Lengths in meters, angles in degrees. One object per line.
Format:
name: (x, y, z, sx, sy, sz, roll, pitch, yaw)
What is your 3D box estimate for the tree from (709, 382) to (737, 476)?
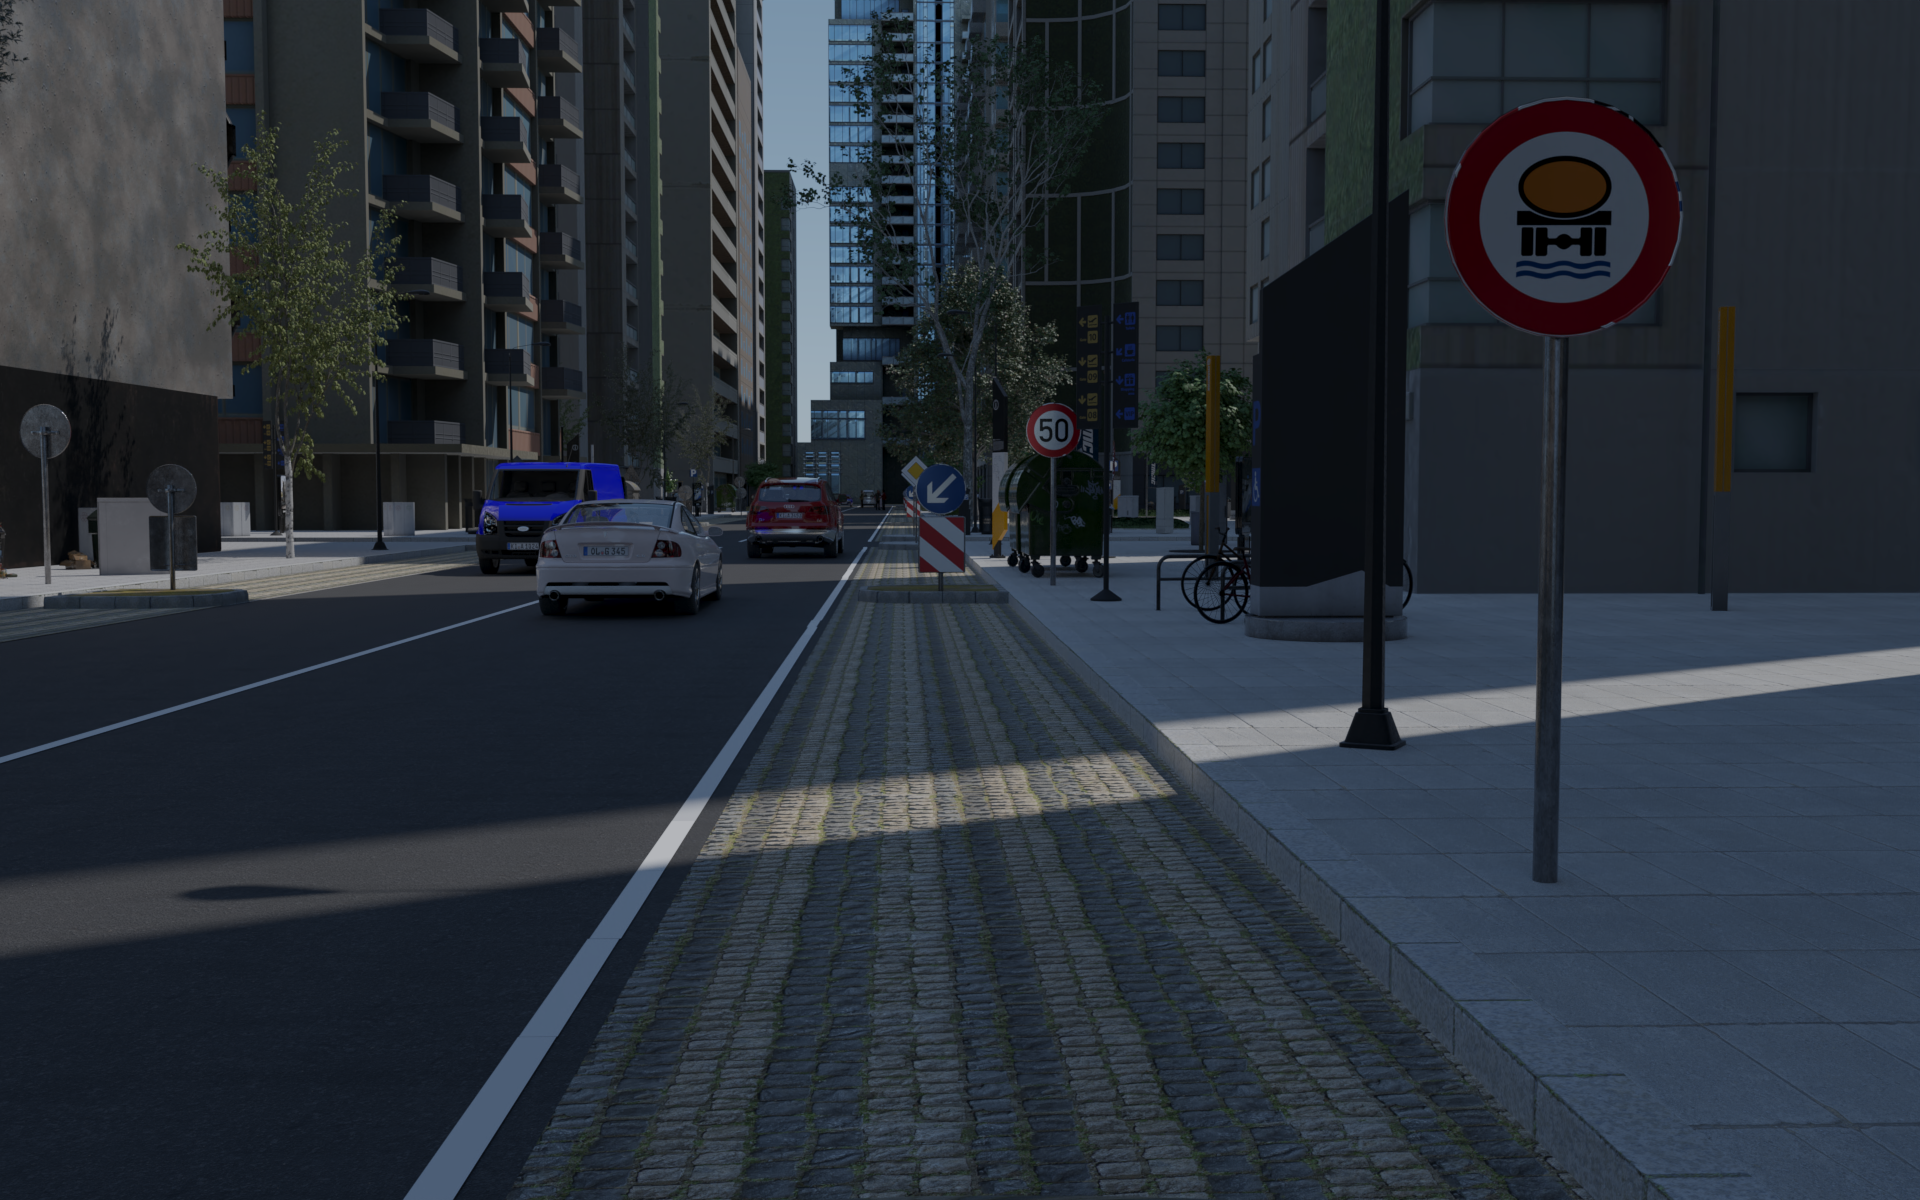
tree: (-16.786, -9.963, 113.257, 4.360, 8.622, 3.978, 0, 3, 0)

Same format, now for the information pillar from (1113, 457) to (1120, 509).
information pillar: (9.341, -6.866, 103.607, 0.504, 3.616, 0.183, -1, 4, -11)

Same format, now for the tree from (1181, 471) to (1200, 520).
tree: (11.546, -5.491, 84.387, 1.663, 3.219, 1.824, 0, 3, 0)

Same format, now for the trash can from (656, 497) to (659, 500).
trash can: (-17.478, -5.486, 101.349, 0.748, 1.137, 0.748, 0, 3, 0)

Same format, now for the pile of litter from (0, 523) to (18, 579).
pile of litter: (-15.145, -0.771, 26.576, 1.176, 0.858, 1.719, -2, 4, -29)

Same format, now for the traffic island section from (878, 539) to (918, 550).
traffic island section: (-1.124, -1.413, 45.376, 2.009, 0.180, 2.903, 0, 4, -2)

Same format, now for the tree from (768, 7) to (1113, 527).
tree: (-0.701, -13.006, 68.531, 12.611, 20.169, 13.585, 0, 3, 0)

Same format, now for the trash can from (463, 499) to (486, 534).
trash can: (-15.468, -2.665, 55.231, 0.748, 1.137, 0.748, 0, 3, 0)

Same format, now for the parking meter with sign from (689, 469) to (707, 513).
parking meter with sign: (-18.082, -7.566, 119.968, 0.543, 3.016, 1.738, -3, 4, -36)

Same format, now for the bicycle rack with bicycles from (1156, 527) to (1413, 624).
bicycle rack with bicycles: (3.448, -0.304, 18.354, 2.925, 0.926, 2.852, -1, 4, -14)

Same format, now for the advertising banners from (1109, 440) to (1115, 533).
advertising banners: (4.968, -3.723, 57.057, 0.090, 3.025, 2.074, 0, 4, -1)

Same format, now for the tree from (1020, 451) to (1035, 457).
tree: (2.187, -2.888, 41.814, 1.663, 3.219, 1.824, 0, 3, 0)

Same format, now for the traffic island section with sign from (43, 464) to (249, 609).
traffic island section with sign: (-10.412, -0.845, 22.438, 1.989, 1.847, 2.006, 0, 4, -2)

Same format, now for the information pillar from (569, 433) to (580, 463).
information pillar: (-14.859, -4.605, 66.646, 0.504, 3.616, 0.183, 0, 4, -6)

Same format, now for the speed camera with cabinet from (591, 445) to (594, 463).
speed camera with cabinet: (-14.414, -4.564, 68.955, 0.660, 3.252, 2.038, -1, 4, -14)

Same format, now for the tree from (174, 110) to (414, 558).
tree: (-13.147, -5.140, 34.397, 4.737, 8.622, 4.395, 0, 3, 0)

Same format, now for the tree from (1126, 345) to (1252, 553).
tree: (5.386, -3.330, 38.163, 4.285, 4.588, 4.351, 0, 3, 0)

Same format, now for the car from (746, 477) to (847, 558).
car: (-3.795, -1.940, 40.400, 2.281, 1.827, 5.304, 0, 4, -1)

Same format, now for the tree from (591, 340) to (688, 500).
tree: (-15.428, -8.082, 82.498, 4.360, 8.622, 3.978, 0, 3, 0)

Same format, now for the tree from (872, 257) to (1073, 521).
tree: (0.644, -10.198, 83.748, 9.611, 12.733, 9.660, 0, 3, 0)

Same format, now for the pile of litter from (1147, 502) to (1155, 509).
pile of litter: (11.073, -5.287, 100.400, 1.719, 0.858, 1.176, 1, 4, 18)

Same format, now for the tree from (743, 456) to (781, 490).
tree: (-16.990, -10.090, 148.685, 4.285, 4.588, 4.351, 0, 3, 0)

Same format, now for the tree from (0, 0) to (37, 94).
tree: (-13.491, -6.348, 14.165, 12.009, 13.543, 11.850, 0, 3, 0)

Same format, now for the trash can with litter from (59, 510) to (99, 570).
trash can with litter: (-14.802, -1.118, 29.668, 0.624, 1.170, 1.055, 2, 4, 32)

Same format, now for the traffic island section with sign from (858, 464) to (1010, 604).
traffic island section with sign: (-0.379, -0.907, 23.454, 1.989, 1.847, 2.006, 0, 4, -2)

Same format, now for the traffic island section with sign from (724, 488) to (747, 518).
traffic island section with sign: (-13.229, -5.893, 104.982, 1.989, 1.847, 2.006, 0, 4, -2)

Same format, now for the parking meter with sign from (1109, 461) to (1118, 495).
parking meter with sign: (7.659, -5.804, 91.148, 0.543, 3.016, 1.738, -1, 4, -23)

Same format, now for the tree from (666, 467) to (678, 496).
tree: (-20.460, -7.749, 121.296, 1.663, 3.219, 1.824, 0, 3, 0)

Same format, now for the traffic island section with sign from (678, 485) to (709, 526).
traffic island section with sign: (-12.299, -4.219, 77.609, 1.989, 1.847, 2.006, 0, 4, -2)

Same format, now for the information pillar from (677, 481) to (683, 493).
information pillar: (-16.196, -5.864, 100.370, 0.304, 2.012, 0.304, 0, 4, 1)

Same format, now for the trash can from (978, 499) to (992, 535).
trash can: (0.901, -2.647, 54.932, 0.748, 1.137, 0.748, 0, 3, 0)

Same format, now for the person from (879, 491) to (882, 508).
person: (-8.100, -10.102, 174.340, 0.551, 1.740, 0.621, -1, 4, -21)

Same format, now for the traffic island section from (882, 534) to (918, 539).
traffic island section: (-1.396, -1.901, 53.356, 2.009, 0.180, 2.903, 0, 4, -2)

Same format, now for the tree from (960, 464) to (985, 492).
tree: (0.611, -6.087, 94.122, 1.663, 3.219, 1.824, 0, 3, 0)

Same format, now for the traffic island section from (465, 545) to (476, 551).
traffic island section: (-11.510, -1.391, 45.029, 2.009, 0.180, 2.903, 0, 4, -2)

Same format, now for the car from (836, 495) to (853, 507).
car: (-12.941, -11.135, 194.635, 1.945, 1.354, 3.894, 0, 4, -2)

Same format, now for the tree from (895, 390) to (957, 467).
tree: (-1.687, -12.312, 135.715, 7.601, 10.594, 8.767, 1, 4, 17)

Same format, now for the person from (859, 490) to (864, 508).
person: (-10.209, -10.476, 179.877, 0.705, 1.812, 1.348, 1, 4, 10)

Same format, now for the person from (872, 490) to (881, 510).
person: (-7.298, -8.915, 154.390, 1.348, 1.807, 0.705, -2, 4, -29)

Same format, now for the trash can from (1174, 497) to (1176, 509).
trash can: (12.408, -5.528, 102.034, 0.748, 1.137, 0.748, 0, 3, 0)

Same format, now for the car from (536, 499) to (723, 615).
car: (-4.095, -0.584, 21.903, 2.083, 1.381, 4.827, 0, 4, -2)

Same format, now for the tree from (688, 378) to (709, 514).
tree: (-16.274, -8.758, 93.557, 4.360, 8.622, 3.978, 0, 3, 0)

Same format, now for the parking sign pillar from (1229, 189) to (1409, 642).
parking sign pillar: (3.306, -1.657, 15.564, 1.447, 3.967, 1.447, 0, 4, -2)

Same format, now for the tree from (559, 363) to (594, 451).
tree: (-22.123, -8.713, 92.820, 4.737, 8.622, 4.395, 0, 3, 0)

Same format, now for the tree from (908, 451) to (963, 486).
tree: (-1.364, -7.745, 110.350, 4.285, 4.588, 4.351, 0, 3, 0)

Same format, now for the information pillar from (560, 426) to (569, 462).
information pillar: (-13.814, -4.208, 60.150, 0.183, 3.616, 0.504, -1, 4, -17)

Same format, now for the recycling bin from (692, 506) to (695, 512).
recycling bin: (-18.422, -6.693, 121.984, 0.722, 1.027, 0.722, -1, 4, -22)

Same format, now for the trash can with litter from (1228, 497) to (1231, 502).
trash can with litter: (14.914, -5.088, 94.572, 1.055, 1.170, 0.624, 0, 4, 0)

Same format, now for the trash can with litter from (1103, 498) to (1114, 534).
trash can with litter: (4.334, -2.670, 55.036, 1.055, 1.170, 0.624, -1, 4, -12)

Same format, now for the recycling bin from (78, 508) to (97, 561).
recycling bin: (-15.766, -1.192, 32.051, 0.722, 1.027, 0.722, 1, 4, 16)

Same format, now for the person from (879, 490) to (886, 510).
person: (-6.725, -8.740, 151.357, 0.705, 1.831, 1.348, 2, 4, 24)

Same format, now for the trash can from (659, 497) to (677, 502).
trash can: (-15.166, -4.838, 90.752, 0.748, 1.137, 0.748, 0, 3, 0)

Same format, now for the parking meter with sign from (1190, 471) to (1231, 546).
parking meter with sign: (6.386, -2.903, 43.726, 0.543, 3.016, 1.738, 2, 4, 33)

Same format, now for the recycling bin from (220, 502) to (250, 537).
recycling bin: (-22.089, -2.449, 52.600, 0.722, 1.027, 0.722, 2, 4, 24)

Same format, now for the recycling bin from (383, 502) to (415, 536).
recycling bin: (-17.311, -2.501, 53.443, 0.722, 1.027, 0.722, -3, 5, -43)

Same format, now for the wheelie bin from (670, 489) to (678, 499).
wheelie bin: (-19.124, -6.662, 116.834, 0.980, 1.594, 0.693, 3, 5, 42)
